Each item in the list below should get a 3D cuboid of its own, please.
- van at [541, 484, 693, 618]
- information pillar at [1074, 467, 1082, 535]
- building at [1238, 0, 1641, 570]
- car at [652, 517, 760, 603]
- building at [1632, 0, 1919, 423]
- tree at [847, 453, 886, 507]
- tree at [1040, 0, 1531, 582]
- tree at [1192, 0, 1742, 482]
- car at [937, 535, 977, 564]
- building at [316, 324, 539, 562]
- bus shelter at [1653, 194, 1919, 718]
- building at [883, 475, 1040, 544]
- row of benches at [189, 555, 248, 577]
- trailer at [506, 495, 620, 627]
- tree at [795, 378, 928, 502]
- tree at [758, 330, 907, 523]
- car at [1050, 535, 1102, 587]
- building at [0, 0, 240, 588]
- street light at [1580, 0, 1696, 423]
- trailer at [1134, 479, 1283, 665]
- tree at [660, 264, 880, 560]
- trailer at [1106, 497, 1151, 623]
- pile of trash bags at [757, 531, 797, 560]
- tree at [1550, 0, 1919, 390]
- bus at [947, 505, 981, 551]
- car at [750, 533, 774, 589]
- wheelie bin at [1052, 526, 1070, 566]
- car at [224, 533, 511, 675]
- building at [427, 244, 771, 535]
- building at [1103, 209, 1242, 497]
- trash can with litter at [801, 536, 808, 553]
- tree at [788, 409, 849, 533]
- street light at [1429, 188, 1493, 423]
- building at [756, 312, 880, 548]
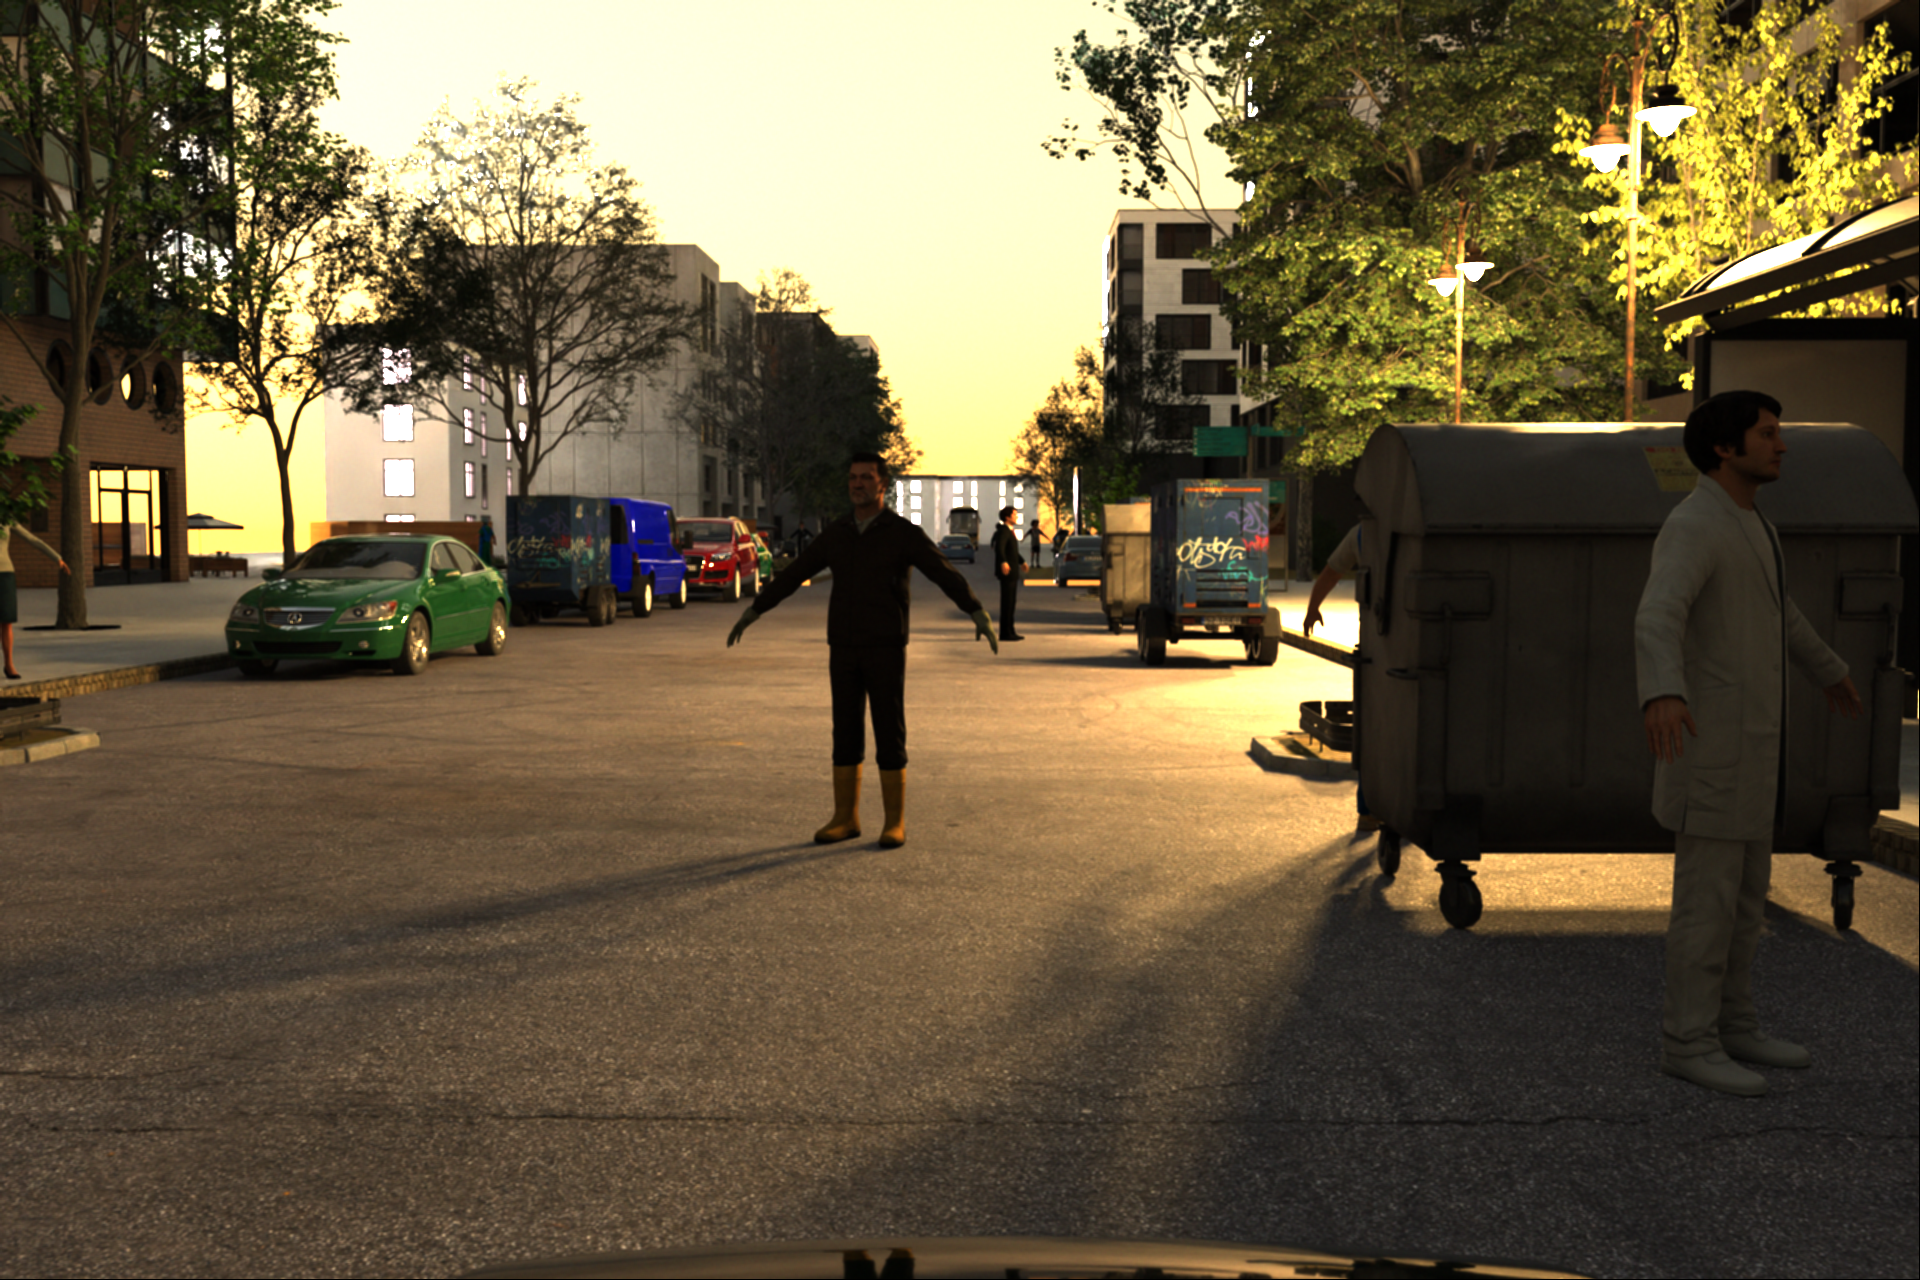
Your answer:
[{"bbox_3d":[-6.231,-1.651,31.374,2.240,2.365,5.245,0,4,2],"label":"van"},{"bbox_3d":[4.151,-4.264,61.035,0.184,3.620,1.656,0,3,0],"label":"information pillar"},{"bbox_3d":[26.007,-14.217,76.427,27.936,21.610,32.646,0,4,1],"label":"building"},{"bbox_3d":[-5.626,-1.788,37.915,2.281,1.827,5.304,0,4,1],"label":"car"},{"bbox_3d":[27.408,-13.817,29.106,19.350,26.588,34.151,0,4,1],"label":"building"},{"bbox_3d":[-7.666,-11.630,140.518,4.737,8.622,4.395,0,3,0],"label":"tree"},{"bbox_3d":[8.392,-11.560,44.901,12.611,20.169,13.585,0,3,0],"label":"tree"},{"bbox_3d":[8.695,-7.575,30.509,9.857,13.997,8.962,0,3,0],"label":"tree"},{"bbox_3d":[-0.152,-4.494,85.479,2.014,1.417,4.499,0,4,1],"label":"car"},{"bbox_3d":[-24.815,-8.644,83.484,9.099,9.664,28.070,0,4,1],"label":"building"},{"bbox_3d":[5.837,-0.956,9.551,2.014,3.302,5.546,0,4,2],"label":"bus shelter"},{"bbox_3d":[-2.863,-18.323,244.185,28.070,9.664,9.099,0,4,7],"label":"building"},{"bbox_3d":[-23.413,-2.238,52.062,4.104,0.672,1.422,1,4,13],"label":"row of benches"},{"bbox_3d":[-6.216,-1.181,26.358,1.471,1.999,3.904,0,4,1],"label":"trailer"},{"bbox_3d":[-7.394,-13.454,130.345,12.009,13.543,11.850,0,3,0],"label":"tree"},{"bbox_3d":[-8.091,-12.426,109.822,9.857,13.997,8.962,0,3,0],"label":"tree"},{"bbox_3d":[3.534,-2.201,47.997,2.014,1.417,4.499,0,4,1],"label":"car"},{"bbox_3d":[-30.526,-13.470,26.812,21.656,26.213,47.522,0,4,0],"label":"building"},{"bbox_3d":[5.941,-2.604,15.360,0.468,5.910,1.993,0,4,1],"label":"street light"},{"bbox_3d":[2.744,-0.789,19.944,1.471,1.999,3.904,0,4,0],"label":"trailer"},{"bbox_3d":[-8.453,-10.273,78.330,12.009,13.543,11.850,0,3,0],"label":"tree"},{"bbox_3d":[3.102,-1.319,28.615,1.471,1.999,3.904,0,4,0],"label":"trailer"},{"bbox_3d":[-6.673,-3.098,60.406,1.912,1.369,3.447,0,4,1],"label":"pile of trash bags"},{"bbox_3d":[8.702,-4.214,19.263,4.737,8.622,4.395,0,3,0],"label":"tree"},{"bbox_3d":[0.412,-9.854,152.659,2.896,3.916,12.252,0,4,1],"label":"bus"},{"bbox_3d":[-5.848,-2.158,44.083,1.959,1.807,4.718,0,4,1],"label":"car"},{"bbox_3d":[3.936,-3.643,67.473,0.693,1.594,0.980,0,4,0],"label":"wheelie bin"},{"bbox_3d":[-6.371,-0.447,19.111,2.131,1.459,4.920,0,4,1],"label":"car"},{"bbox_3d":[-23.900,-15.620,121.850,16.747,18.905,31.486,0,4,2],"label":"building"},{"bbox_3d":[24.122,-17.209,125.339,27.936,21.610,32.646,0,4,1],"label":"building"},{"bbox_3d":[-5.926,-3.465,67.708,1.678,1.210,2.233,0,4,1],"label":"trash can with litter"},{"bbox_3d":[-7.803,-8.990,97.343,4.737,8.622,4.395,0,3,0],"label":"tree"},{"bbox_3d":[6.792,-3.110,23.639,0.468,5.910,1.993,0,4,1],"label":"street light"},{"bbox_3d":[-23.272,-20.309,176.034,27.936,21.610,32.646,0,4,2],"label":"building"}]
